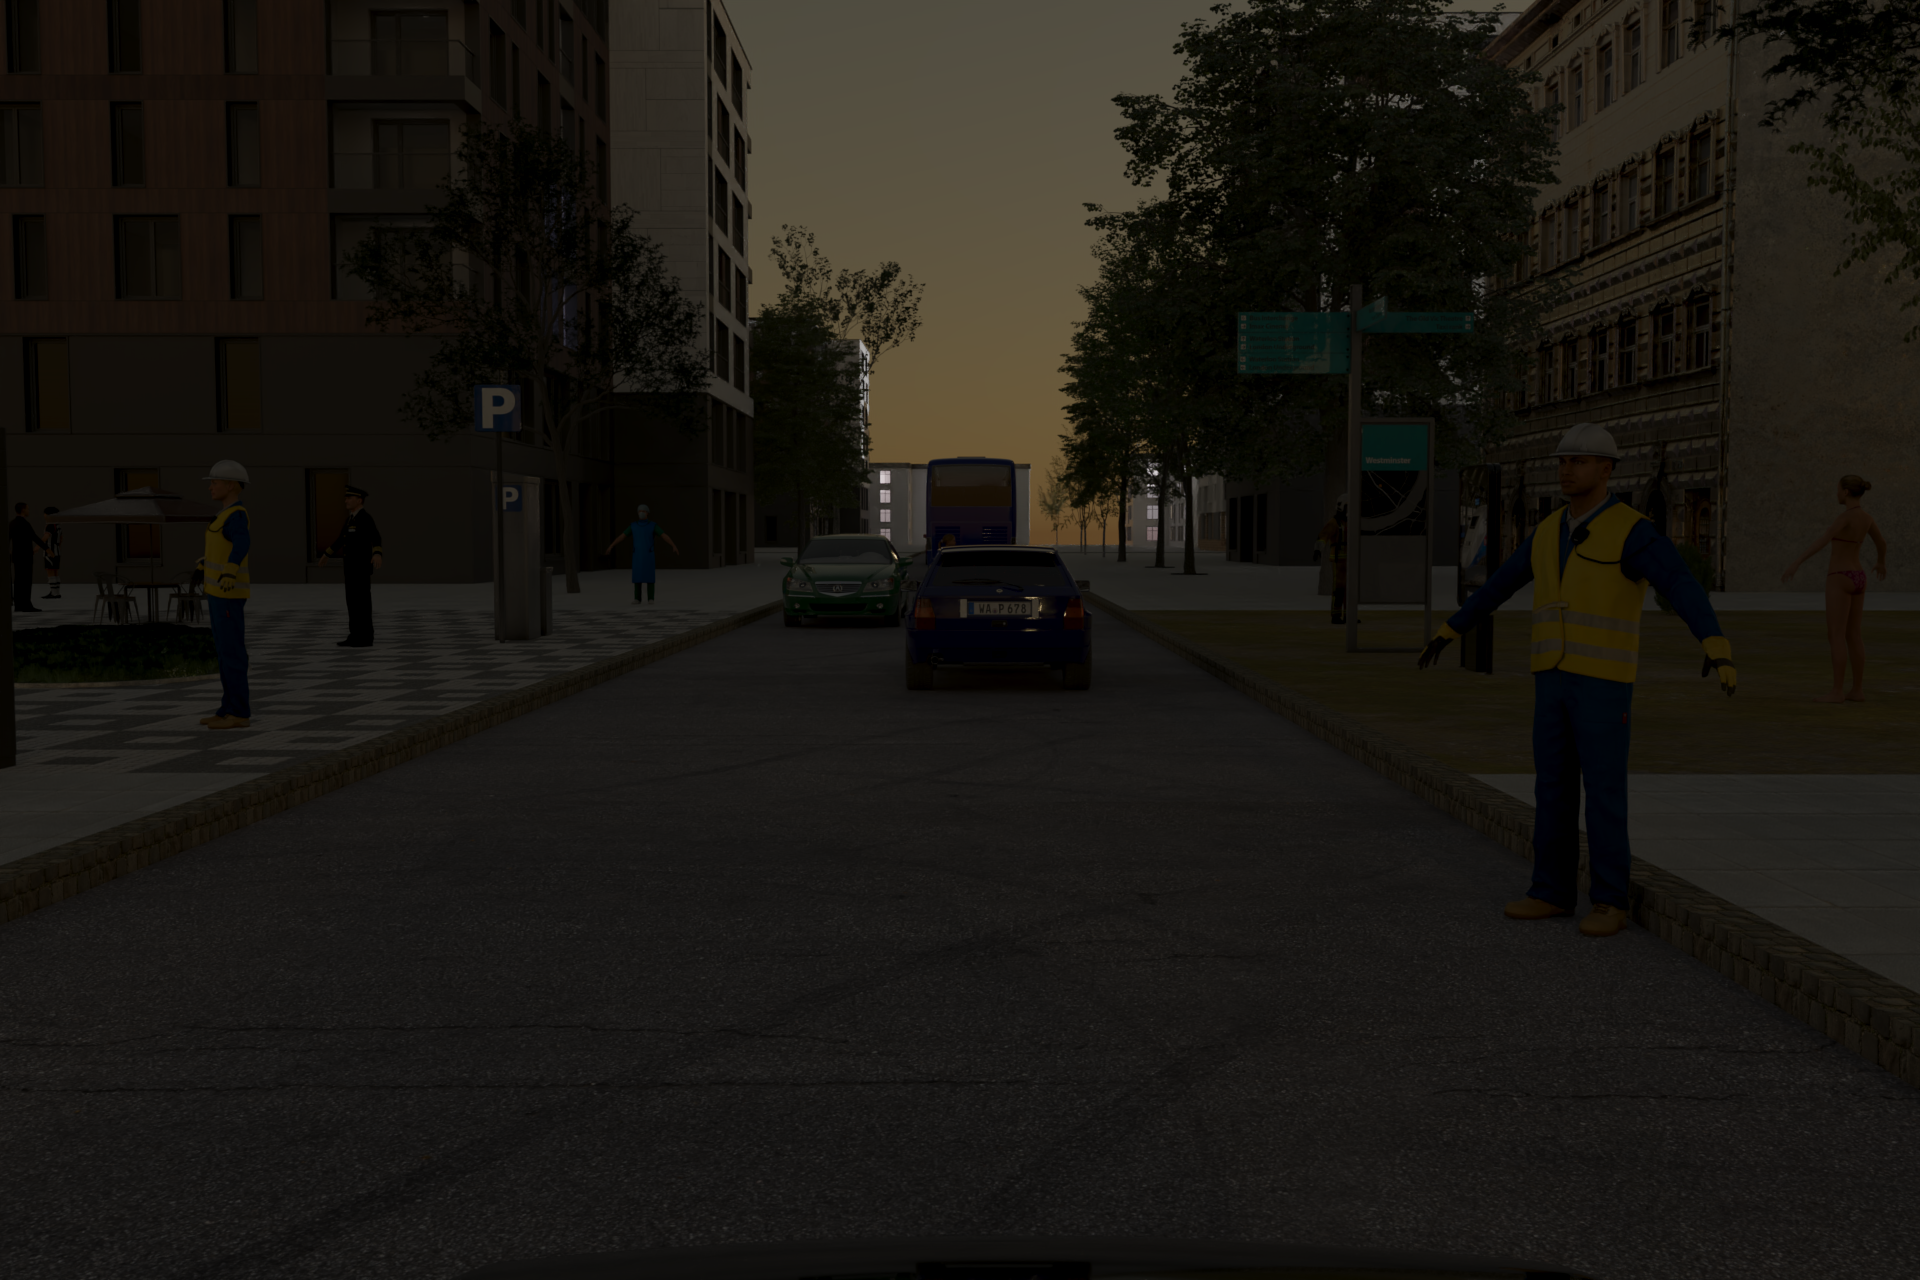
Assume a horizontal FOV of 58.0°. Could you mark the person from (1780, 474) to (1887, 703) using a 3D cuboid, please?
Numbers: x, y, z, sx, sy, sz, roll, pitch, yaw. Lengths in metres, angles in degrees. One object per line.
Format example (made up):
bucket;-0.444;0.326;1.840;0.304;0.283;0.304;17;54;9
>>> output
person;6.722;-0.395;13.269;1.217;1.733;0.721;-2;4;-30

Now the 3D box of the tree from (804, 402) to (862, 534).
tree;-7.535;-8.990;97.341;4.737;8.622;4.395;0;3;0

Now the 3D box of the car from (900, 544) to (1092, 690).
car;0.356;-0.286;17.260;1.945;1.354;3.894;0;4;0

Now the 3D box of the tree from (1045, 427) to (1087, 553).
tree;8.099;-10.013;114.074;4.360;8.622;3.978;0;3;0

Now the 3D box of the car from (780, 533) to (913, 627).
car;-1.805;-1.008;28.285;2.131;1.459;4.920;0;4;1

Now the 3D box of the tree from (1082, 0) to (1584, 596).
tree;7.732;-7.907;35.933;9.857;13.997;8.962;0;3;0

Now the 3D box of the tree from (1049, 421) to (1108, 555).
tree;7.807;-9.540;106.343;4.360;8.622;3.978;0;3;0

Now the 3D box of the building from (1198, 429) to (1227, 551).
building;24.426;-17.282;138.983;16.016;20.090;11.380;0;4;0

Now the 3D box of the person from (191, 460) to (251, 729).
person;-4.940;-0.308;11.496;0.721;1.772;1.216;-2;4;-32

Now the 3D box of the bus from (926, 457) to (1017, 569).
bus;0.359;-3.840;54.335;2.896;3.916;12.251;0;4;0

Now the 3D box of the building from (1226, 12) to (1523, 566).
building;26.656;-14.710;84.481;27.936;21.610;32.646;0;4;0

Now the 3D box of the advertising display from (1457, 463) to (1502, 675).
advertising display;4.841;-0.671;16.187;0.123;1.923;0.974;0;4;1

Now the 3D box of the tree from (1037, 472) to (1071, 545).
tree;10.960;-15.257;199.820;4.737;8.622;4.395;0;3;0

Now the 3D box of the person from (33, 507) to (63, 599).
person;-18.065;-1.729;34.408;0.704;1.843;1.345;-1;4;-10

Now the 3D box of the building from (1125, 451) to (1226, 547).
building;22.390;-14.542;179.914;9.099;9.664;28.070;0;4;0

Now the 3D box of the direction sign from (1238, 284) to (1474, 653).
direction sign;4.247;-1.794;18.095;2.525;3.948;1.411;0;4;-1

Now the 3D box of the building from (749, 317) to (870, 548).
building;-24.402;-20.534;179.710;27.936;21.610;32.646;0;4;1

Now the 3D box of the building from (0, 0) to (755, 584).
building;-23.051;-13.224;60.194;27.936;21.610;32.646;0;3;0

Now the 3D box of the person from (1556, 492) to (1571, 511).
person;7.697;-0.992;21.992;0.705;1.856;1.354;3;4;37

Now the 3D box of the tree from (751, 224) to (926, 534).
tree;-9.256;-15.447;108.455;12.611;20.169;13.585;0;3;0

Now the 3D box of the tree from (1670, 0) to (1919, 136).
tree;6.722;-4.526;8.417;7.601;10.594;8.767;1;4;20

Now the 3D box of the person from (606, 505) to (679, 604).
person;-5.784;-1.559;31.623;1.347;1.817;0.704;0;4;3

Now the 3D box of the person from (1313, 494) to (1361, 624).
person;5.508;-1.160;24.730;1.354;1.858;0.705;-2;4;-32

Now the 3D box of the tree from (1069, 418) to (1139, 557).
tree;7.903;-8.843;94.940;4.360;8.622;3.978;0;3;0

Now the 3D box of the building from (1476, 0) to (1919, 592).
building;26.032;-13.176;46.349;19.493;23.208;18.063;0;4;0

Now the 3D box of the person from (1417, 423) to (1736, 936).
person;2.256;0.128;6.328;0.705;1.833;1.349;-2;4;-33

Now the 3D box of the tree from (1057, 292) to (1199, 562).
tree;7.898;-9.927;80.441;7.486;12.596;7.792;0;3;0

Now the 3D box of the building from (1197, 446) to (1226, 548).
building;27.146;-18.541;159.572;16.016;20.090;11.380;0;4;1

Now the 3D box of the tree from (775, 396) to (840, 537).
tree;-7.814;-8.682;92.312;4.737;8.622;4.395;0;3;0

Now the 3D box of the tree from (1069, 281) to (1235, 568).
tree;7.733;-8.545;65.469;9.928;11.665;9.643;0;3;0

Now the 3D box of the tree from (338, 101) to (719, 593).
tree;-8.664;-6.307;37.529;7.601;10.594;8.767;3;4;36

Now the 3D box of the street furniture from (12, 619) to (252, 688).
street furniture;-11.249;0.113;13.774;10.072;0.657;5.734;-1;4;-12

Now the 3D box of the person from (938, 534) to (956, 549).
person;-0.086;-0.830;25.288;0.599;1.433;0.991;0;4;7

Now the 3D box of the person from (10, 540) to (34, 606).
person;-17.070;-1.508;30.784;1.348;1.813;0.705;0;4;4

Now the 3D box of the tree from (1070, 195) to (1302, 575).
tree;7.072;-7.861;54.279;9.928;11.665;9.643;0;3;0

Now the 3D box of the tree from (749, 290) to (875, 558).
tree;-7.900;-9.983;81.355;7.486;12.596;7.792;0;3;0

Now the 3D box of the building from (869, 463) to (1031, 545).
building;-5.716;-15.874;204.139;28.070;9.664;9.099;0;4;3

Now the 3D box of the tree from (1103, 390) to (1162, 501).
tree;20.280;-21.420;206.113;12.611;20.169;13.585;0;3;0

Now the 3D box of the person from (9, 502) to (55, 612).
person;-15.420;-1.366;28.551;1.346;1.802;0.704;2;4;31

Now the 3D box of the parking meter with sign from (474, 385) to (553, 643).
parking meter with sign;-5.390;-1.522;21.139;0.543;3.016;1.738;0;4;0

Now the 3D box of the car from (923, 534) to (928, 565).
car;-0.599;-4.487;82.036;2.281;1.827;5.304;0;3;0

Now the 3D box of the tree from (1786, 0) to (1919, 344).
tree;12.107;-4.282;20.375;4.737;8.622;4.395;0;3;0

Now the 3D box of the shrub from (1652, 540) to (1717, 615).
shrub;11.426;-0.994;27.369;1.383;1.207;1.383;0;3;0

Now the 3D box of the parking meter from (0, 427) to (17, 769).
parking meter;-5.425;-0.229;9.449;0.399;1.863;0.255;0;4;1

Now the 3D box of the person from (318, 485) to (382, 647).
person;-6.895;-0.845;19.744;1.347;1.837;0.705;3;5;43
